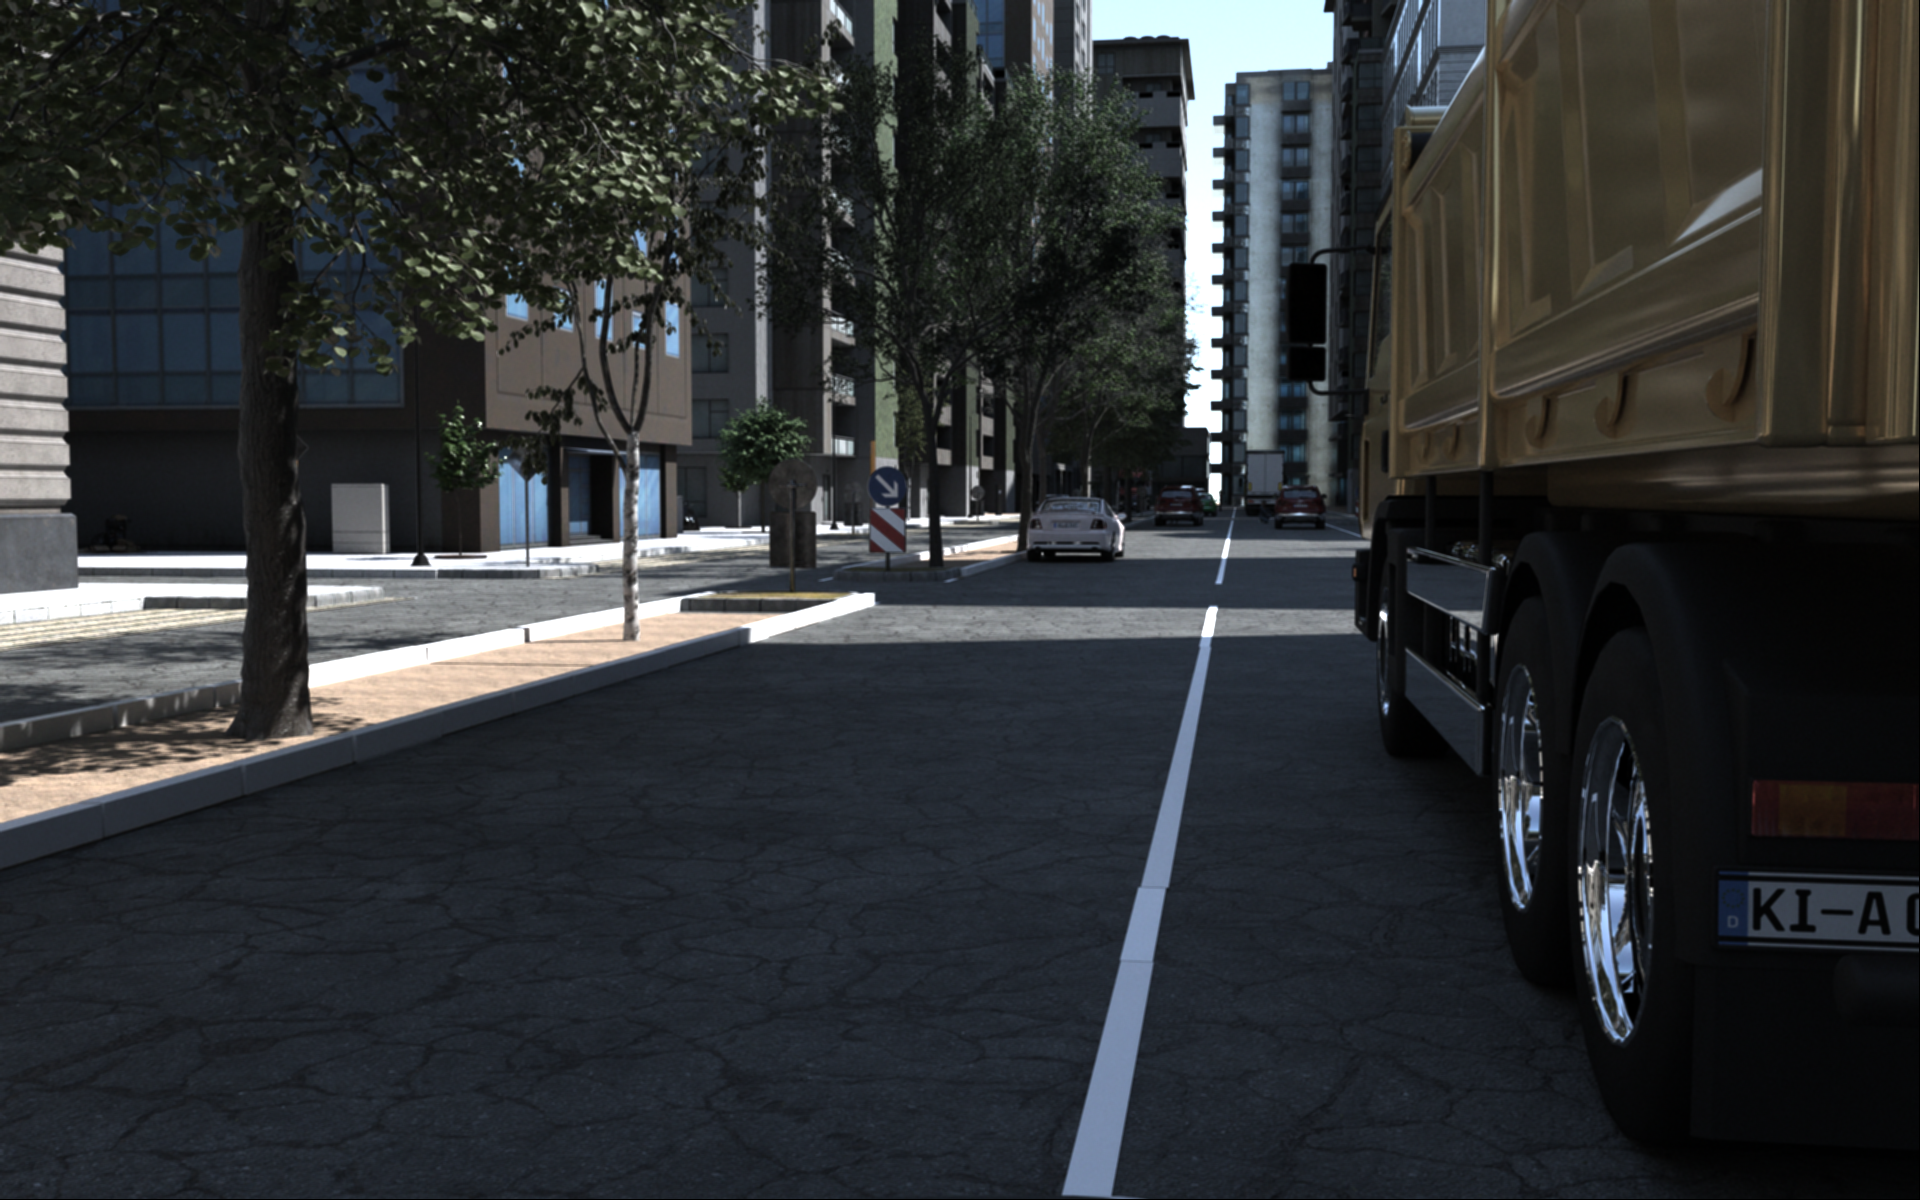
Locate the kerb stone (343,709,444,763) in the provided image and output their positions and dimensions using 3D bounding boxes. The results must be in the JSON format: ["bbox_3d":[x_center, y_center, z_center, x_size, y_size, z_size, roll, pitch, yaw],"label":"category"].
[{"bbox_3d":[-3.192,0.763,9.720,0.120,0.150,1.000,1,4,9],"label":"kerb stone"}]

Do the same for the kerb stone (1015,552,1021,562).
[{"bbox_3d":[1.108,-0.877,36.557,0.120,0.150,1.000,1,4,9],"label":"kerb stone"}]

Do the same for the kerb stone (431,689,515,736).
[{"bbox_3d":[-3.040,0.701,10.740,0.120,0.150,1.000,1,4,9],"label":"kerb stone"}]

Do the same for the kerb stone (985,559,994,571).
[{"bbox_3d":[0.457,-0.631,32.508,0.120,0.150,1.000,1,4,9],"label":"kerb stone"}]

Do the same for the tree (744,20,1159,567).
[{"bbox_3d":[-0.369,-5.876,32.942,8.767,10.594,7.601,1,4,9],"label":"tree"}]

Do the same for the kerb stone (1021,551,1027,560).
[{"bbox_3d":[1.275,-0.940,37.566,0.120,0.150,1.000,1,4,9],"label":"kerb stone"}]

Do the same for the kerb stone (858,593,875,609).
[{"bbox_3d":[-1.239,0.018,21.906,0.120,0.150,1.000,1,4,9],"label":"kerb stone"}]

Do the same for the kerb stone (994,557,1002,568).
[{"bbox_3d":[0.628,-0.691,33.516,0.120,0.150,1.000,1,4,9],"label":"kerb stone"}]

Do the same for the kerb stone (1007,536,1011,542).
[{"bbox_3d":[1.310,-1.763,51.024,0.120,0.150,1.000,1,4,9],"label":"kerb stone"}]

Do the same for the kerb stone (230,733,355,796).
[{"bbox_3d":[-3.361,0.826,8.703,0.120,0.150,1.000,1,4,9],"label":"kerb stone"}]

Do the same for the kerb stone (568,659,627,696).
[{"bbox_3d":[-2.708,0.577,12.768,0.120,0.150,1.000,1,4,9],"label":"kerb stone"}]

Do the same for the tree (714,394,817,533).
[{"bbox_3d":[-6.422,-4.492,57.153,4.285,4.588,4.351,0,3,0],"label":"tree"}]

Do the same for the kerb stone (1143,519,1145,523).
[{"bbox_3d":[8.758,-3.790,84.160,0.120,0.150,1.000,1,4,9],"label":"kerb stone"}]

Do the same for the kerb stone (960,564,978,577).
[{"bbox_3d":[0.140,-0.505,30.480,0.120,0.150,1.000,1,4,9],"label":"kerb stone"}]

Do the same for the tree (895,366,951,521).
[{"bbox_3d":[-2.475,-8.126,83.223,4.737,8.622,4.395,0,3,0],"label":"tree"}]

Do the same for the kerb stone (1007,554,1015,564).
[{"bbox_3d":[0.950,-0.816,35.544,0.120,0.150,1.000,1,4,9],"label":"kerb stone"}]

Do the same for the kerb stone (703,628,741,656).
[{"bbox_3d":[-2.226,0.393,15.814,0.120,0.150,1.000,1,4,9],"label":"kerb stone"}]

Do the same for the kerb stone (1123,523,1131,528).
[{"bbox_3d":[7.130,-3.169,74.016,0.120,0.150,1.000,1,4,9],"label":"kerb stone"}]

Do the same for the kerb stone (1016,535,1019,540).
[{"bbox_3d":[1.635,-1.887,53.054,0.120,0.150,1.000,1,4,9],"label":"kerb stone"}]

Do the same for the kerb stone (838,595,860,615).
[{"bbox_3d":[-1.407,0.080,20.894,0.120,0.150,1.000,1,4,9],"label":"kerb stone"}]

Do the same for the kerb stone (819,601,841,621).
[{"bbox_3d":[-1.563,0.141,19.882,0.120,0.150,1.000,1,4,9],"label":"kerb stone"}]

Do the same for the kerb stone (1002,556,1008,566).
[{"bbox_3d":[0.784,-0.754,34.531,0.120,0.150,1.000,1,4,9],"label":"kerb stone"}]

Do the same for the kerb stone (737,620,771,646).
[{"bbox_3d":[-2.052,0.328,16.826,0.120,0.150,1.000,1,4,9],"label":"kerb stone"}]

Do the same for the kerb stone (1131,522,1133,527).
[{"bbox_3d":[7.300,-3.231,75.029,0.120,0.150,1.000,1,4,9],"label":"kerb stone"}]

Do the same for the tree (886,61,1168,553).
[{"bbox_3d":[1.665,-6.932,41.544,9.928,11.665,9.643,0,3,0],"label":"tree"}]

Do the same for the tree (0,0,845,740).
[{"bbox_3d":[-4.090,-5.487,10.301,7.486,12.596,7.792,0,3,0],"label":"tree"}]

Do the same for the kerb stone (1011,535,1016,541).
[{"bbox_3d":[1.482,-1.824,52.032,0.120,0.150,1.000,1,4,9],"label":"kerb stone"}]

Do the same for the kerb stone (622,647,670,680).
[{"bbox_3d":[-2.545,0.517,13.777,0.120,0.150,1.000,1,4,9],"label":"kerb stone"}]

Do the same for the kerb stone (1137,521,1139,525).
[{"bbox_3d":[7.948,-3.479,79.079,0.120,0.150,1.000,1,4,9],"label":"kerb stone"}]

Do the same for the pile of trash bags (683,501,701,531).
[{"bbox_3d":[-10.709,-3.050,59.620,1.912,1.369,3.447,3,4,38],"label":"pile of trash bags"}]

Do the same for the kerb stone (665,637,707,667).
[{"bbox_3d":[-2.389,0.453,14.794,0.120,0.150,1.000,1,4,9],"label":"kerb stone"}]

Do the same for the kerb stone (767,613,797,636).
[{"bbox_3d":[-1.891,0.267,17.839,0.120,0.150,1.000,1,4,9],"label":"kerb stone"}]

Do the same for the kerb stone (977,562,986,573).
[{"bbox_3d":[0.293,-0.568,31.490,0.120,0.150,1.000,1,4,9],"label":"kerb stone"}]

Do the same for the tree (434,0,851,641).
[{"bbox_3d":[-3.174,-3.915,16.829,4.360,8.622,3.978,0,3,0],"label":"tree"}]

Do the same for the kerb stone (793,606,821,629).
[{"bbox_3d":[-1.725,0.204,18.865,0.120,0.150,1.000,1,4,9],"label":"kerb stone"}]

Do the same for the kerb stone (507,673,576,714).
[{"bbox_3d":[-2.872,0.639,11.754,0.120,0.150,1.000,1,4,9],"label":"kerb stone"}]

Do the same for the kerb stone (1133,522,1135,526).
[{"bbox_3d":[7.463,-3.294,76.045,0.120,0.150,1.000,1,4,9],"label":"kerb stone"}]

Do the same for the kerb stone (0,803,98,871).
[{"bbox_3d":[-3.689,0.949,6.686,0.120,0.150,1.000,1,4,9],"label":"kerb stone"}]

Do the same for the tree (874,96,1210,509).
[{"bbox_3d":[2.555,-8.584,53.174,12.009,13.543,11.850,0,3,0],"label":"tree"}]

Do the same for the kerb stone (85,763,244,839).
[{"bbox_3d":[-3.531,0.887,7.695,0.120,0.150,1.000,1,4,9],"label":"kerb stone"}]

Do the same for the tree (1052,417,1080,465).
[{"bbox_3d":[9.272,-12.694,157.905,4.737,8.622,4.395,0,3,0],"label":"tree"}]

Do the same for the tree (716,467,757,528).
[{"bbox_3d":[-8.424,-4.321,65.242,1.663,3.219,1.824,0,3,0],"label":"tree"}]

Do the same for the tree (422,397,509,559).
[{"bbox_3d":[-10.052,-2.437,34.447,1.663,3.219,1.824,0,3,0],"label":"tree"}]
